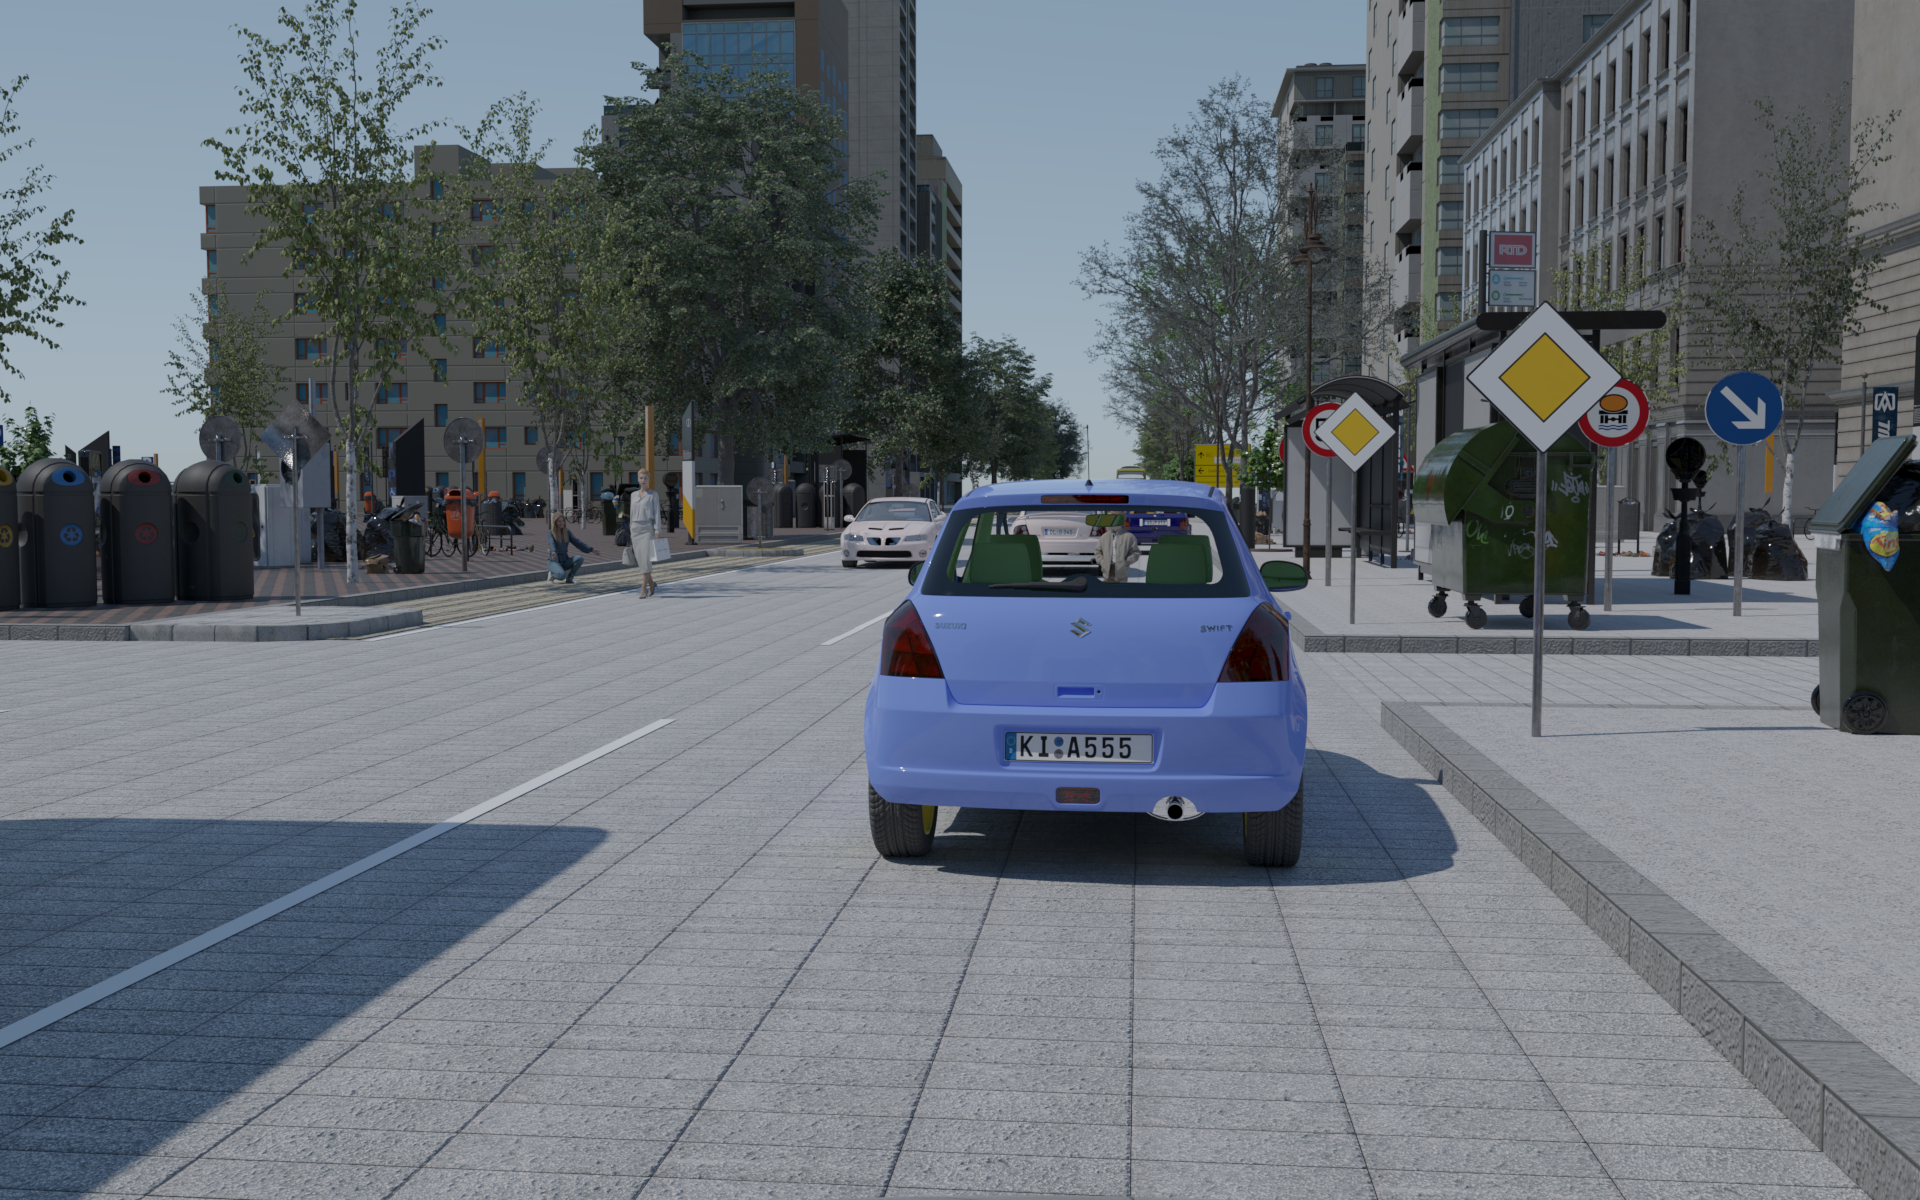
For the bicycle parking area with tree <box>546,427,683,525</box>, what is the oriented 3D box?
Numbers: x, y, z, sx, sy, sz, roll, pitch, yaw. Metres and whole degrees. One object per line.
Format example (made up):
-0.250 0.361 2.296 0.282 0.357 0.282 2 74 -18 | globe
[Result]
-13.390 -5.453 76.158 9.016 4.147 8.231 3 5 41 | bicycle parking area with tree

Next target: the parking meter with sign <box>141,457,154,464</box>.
-37.764 -5.214 81.503 0.543 3.016 1.738 0 4 3 | parking meter with sign

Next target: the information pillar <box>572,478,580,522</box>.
-17.580 -4.571 79.224 0.304 2.012 0.304 0 4 -7 | information pillar

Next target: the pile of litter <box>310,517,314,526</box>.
-16.920 -1.781 43.077 1.719 0.858 1.176 2 4 31 | pile of litter

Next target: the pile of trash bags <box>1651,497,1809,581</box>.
12.375 -1.012 26.295 3.447 1.369 1.912 1 4 19 | pile of trash bags

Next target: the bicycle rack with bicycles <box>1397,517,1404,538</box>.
11.618 -2.331 51.501 2.852 0.926 2.925 0 4 -6 | bicycle rack with bicycles

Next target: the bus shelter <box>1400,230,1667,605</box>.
7.459 -2.844 24.129 2.179 5.291 8.768 0 4 6 | bus shelter

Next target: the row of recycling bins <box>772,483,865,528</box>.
-5.383 -3.591 65.818 3.534 1.692 1.069 -1 4 -8 | row of recycling bins

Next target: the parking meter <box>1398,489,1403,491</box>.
21.401 -4.615 83.864 0.372 1.533 0.369 0 3 0 | parking meter

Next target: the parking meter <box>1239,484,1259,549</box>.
6.650 -1.937 40.083 0.372 1.533 0.369 0 3 0 | parking meter

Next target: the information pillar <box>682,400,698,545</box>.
-6.819 -3.195 43.586 0.183 3.616 0.504 -3 4 -38 | information pillar

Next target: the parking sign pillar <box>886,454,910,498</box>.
-3.279 -6.282 91.188 1.447 3.967 1.447 2 4 35 | parking sign pillar

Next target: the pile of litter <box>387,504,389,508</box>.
-29.231 -4.579 88.839 1.719 0.858 1.176 -1 4 -13 | pile of litter

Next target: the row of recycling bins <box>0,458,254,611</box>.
-10.036 -0.796 20.122 1.069 1.692 3.534 3 5 41 | row of recycling bins

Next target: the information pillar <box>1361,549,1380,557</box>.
8.430 -1.900 35.550 0.304 2.012 0.304 -3 5 -40 | information pillar

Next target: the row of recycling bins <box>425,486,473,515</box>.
-25.650 -4.854 86.481 3.534 1.692 1.069 2 4 32 | row of recycling bins

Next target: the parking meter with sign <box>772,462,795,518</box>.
-9.243 -5.945 93.457 1.738 3.016 0.543 -1 4 -21 | parking meter with sign

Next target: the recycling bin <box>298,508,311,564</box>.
-12.357 -1.167 31.631 0.722 1.027 0.722 0 4 8 | recycling bin

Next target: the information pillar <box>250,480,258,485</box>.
-36.551 -5.210 89.673 0.304 2.012 0.304 0 4 -3 | information pillar

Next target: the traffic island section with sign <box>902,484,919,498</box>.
-1.904 -3.572 67.026 1.989 1.847 2.006 0 4 6 | traffic island section with sign

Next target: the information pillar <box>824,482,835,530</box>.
-4.645 -3.488 61.514 0.304 2.012 0.304 1 4 16 | information pillar

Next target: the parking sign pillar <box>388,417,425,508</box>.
-19.319 -4.403 60.460 1.447 3.967 1.447 2 4 31 | parking sign pillar

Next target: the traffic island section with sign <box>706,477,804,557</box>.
-4.697 -1.932 40.216 1.989 1.847 2.006 0 4 6 | traffic island section with sign

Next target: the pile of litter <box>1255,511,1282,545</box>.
7.477 -1.856 44.303 1.176 0.858 1.719 -1 4 -22 | pile of litter

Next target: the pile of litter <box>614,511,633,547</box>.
-8.059 -1.772 42.934 1.176 0.858 1.719 0 4 3 | pile of litter

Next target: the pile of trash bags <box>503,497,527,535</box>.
-14.862 -2.771 55.051 1.912 1.369 3.447 -1 4 -13 | pile of trash bags

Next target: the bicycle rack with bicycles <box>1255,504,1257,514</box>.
14.328 -4.728 90.685 2.925 0.926 2.852 1 4 19 | bicycle rack with bicycles

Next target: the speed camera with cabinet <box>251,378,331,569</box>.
-11.727 -2.176 29.919 2.038 3.252 0.660 3 4 36 | speed camera with cabinet

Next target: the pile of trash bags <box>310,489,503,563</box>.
-10.779 -1.418 32.934 3.447 1.369 1.912 1 4 11 | pile of trash bags

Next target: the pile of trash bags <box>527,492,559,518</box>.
-22.649 -5.047 92.278 3.447 1.369 1.912 2 4 25 | pile of trash bags

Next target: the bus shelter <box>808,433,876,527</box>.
-4.717 -4.805 69.840 1.731 3.624 6.357 0 4 6 | bus shelter

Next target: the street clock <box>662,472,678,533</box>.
-9.591 -3.229 57.365 0.471 2.002 0.358 -2 4 -34 | street clock

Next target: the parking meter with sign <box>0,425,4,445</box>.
-24.922 -2.898 43.648 1.738 3.016 0.543 1 4 23 | parking meter with sign

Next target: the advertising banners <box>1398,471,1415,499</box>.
20.501 -5.137 80.173 2.074 3.025 0.090 1 4 10 | advertising banners

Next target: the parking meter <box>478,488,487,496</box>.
-19.639 -3.844 71.262 0.372 1.533 0.369 0 3 0 | parking meter

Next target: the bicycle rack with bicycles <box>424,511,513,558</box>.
-10.577 -1.380 35.937 2.852 0.926 2.925 -3 5 -40 | bicycle rack with bicycles

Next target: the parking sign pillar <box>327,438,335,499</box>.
-28.528 -5.419 77.080 1.447 3.967 1.447 1 4 11 | parking sign pillar

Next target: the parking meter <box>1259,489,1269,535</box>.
9.504 -2.796 54.118 0.372 1.533 0.369 0 3 0 | parking meter

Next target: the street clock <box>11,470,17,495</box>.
-23.612 -2.388 43.616 0.358 2.002 0.471 3 5 42 | street clock

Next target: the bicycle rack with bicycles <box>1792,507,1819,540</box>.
24.498 -2.103 47.758 2.925 0.926 2.852 -3 4 -38 | bicycle rack with bicycles

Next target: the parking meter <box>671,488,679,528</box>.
-10.795 -3.486 65.414 0.372 1.533 0.369 0 3 0 | parking meter

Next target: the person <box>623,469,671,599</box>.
-4.311 -0.923 23.937 0.694 1.780 0.624 3 4 36 | person

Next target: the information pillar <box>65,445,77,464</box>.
-41.948 -5.528 81.742 0.504 3.616 0.183 -3 4 -36 | information pillar

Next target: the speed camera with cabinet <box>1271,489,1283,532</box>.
10.854 -3.960 59.082 0.660 3.252 2.038 -1 4 -17 | speed camera with cabinet

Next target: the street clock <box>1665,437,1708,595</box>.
9.237 -1.072 22.090 0.471 2.002 0.358 2 4 25 | street clock

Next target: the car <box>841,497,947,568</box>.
-1.237 -1.396 35.189 2.083 1.381 4.827 0 4 5 | car

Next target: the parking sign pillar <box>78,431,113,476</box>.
-36.778 -5.215 73.744 1.447 3.967 1.447 0 4 -2 | parking sign pillar

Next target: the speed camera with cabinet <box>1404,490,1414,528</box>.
17.763 -4.336 65.222 0.660 3.252 2.038 -3 5 -42 | speed camera with cabinet

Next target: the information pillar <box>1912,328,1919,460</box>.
11.773 -1.824 21.176 0.183 3.616 0.504 1 4 11 | information pillar

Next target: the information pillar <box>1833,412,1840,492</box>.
25.056 -3.537 49.187 0.504 3.616 0.183 1 4 10 | information pillar

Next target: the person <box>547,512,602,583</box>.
-6.226 -0.835 27.650 1.012 1.151 0.738 -3 5 -41 | person

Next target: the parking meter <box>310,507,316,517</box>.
-17.739 -2.382 47.349 0.372 1.533 0.369 0 3 0 | parking meter

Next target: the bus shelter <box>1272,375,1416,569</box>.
7.018 -2.343 32.230 2.014 3.302 5.546 0 4 6 | bus shelter
